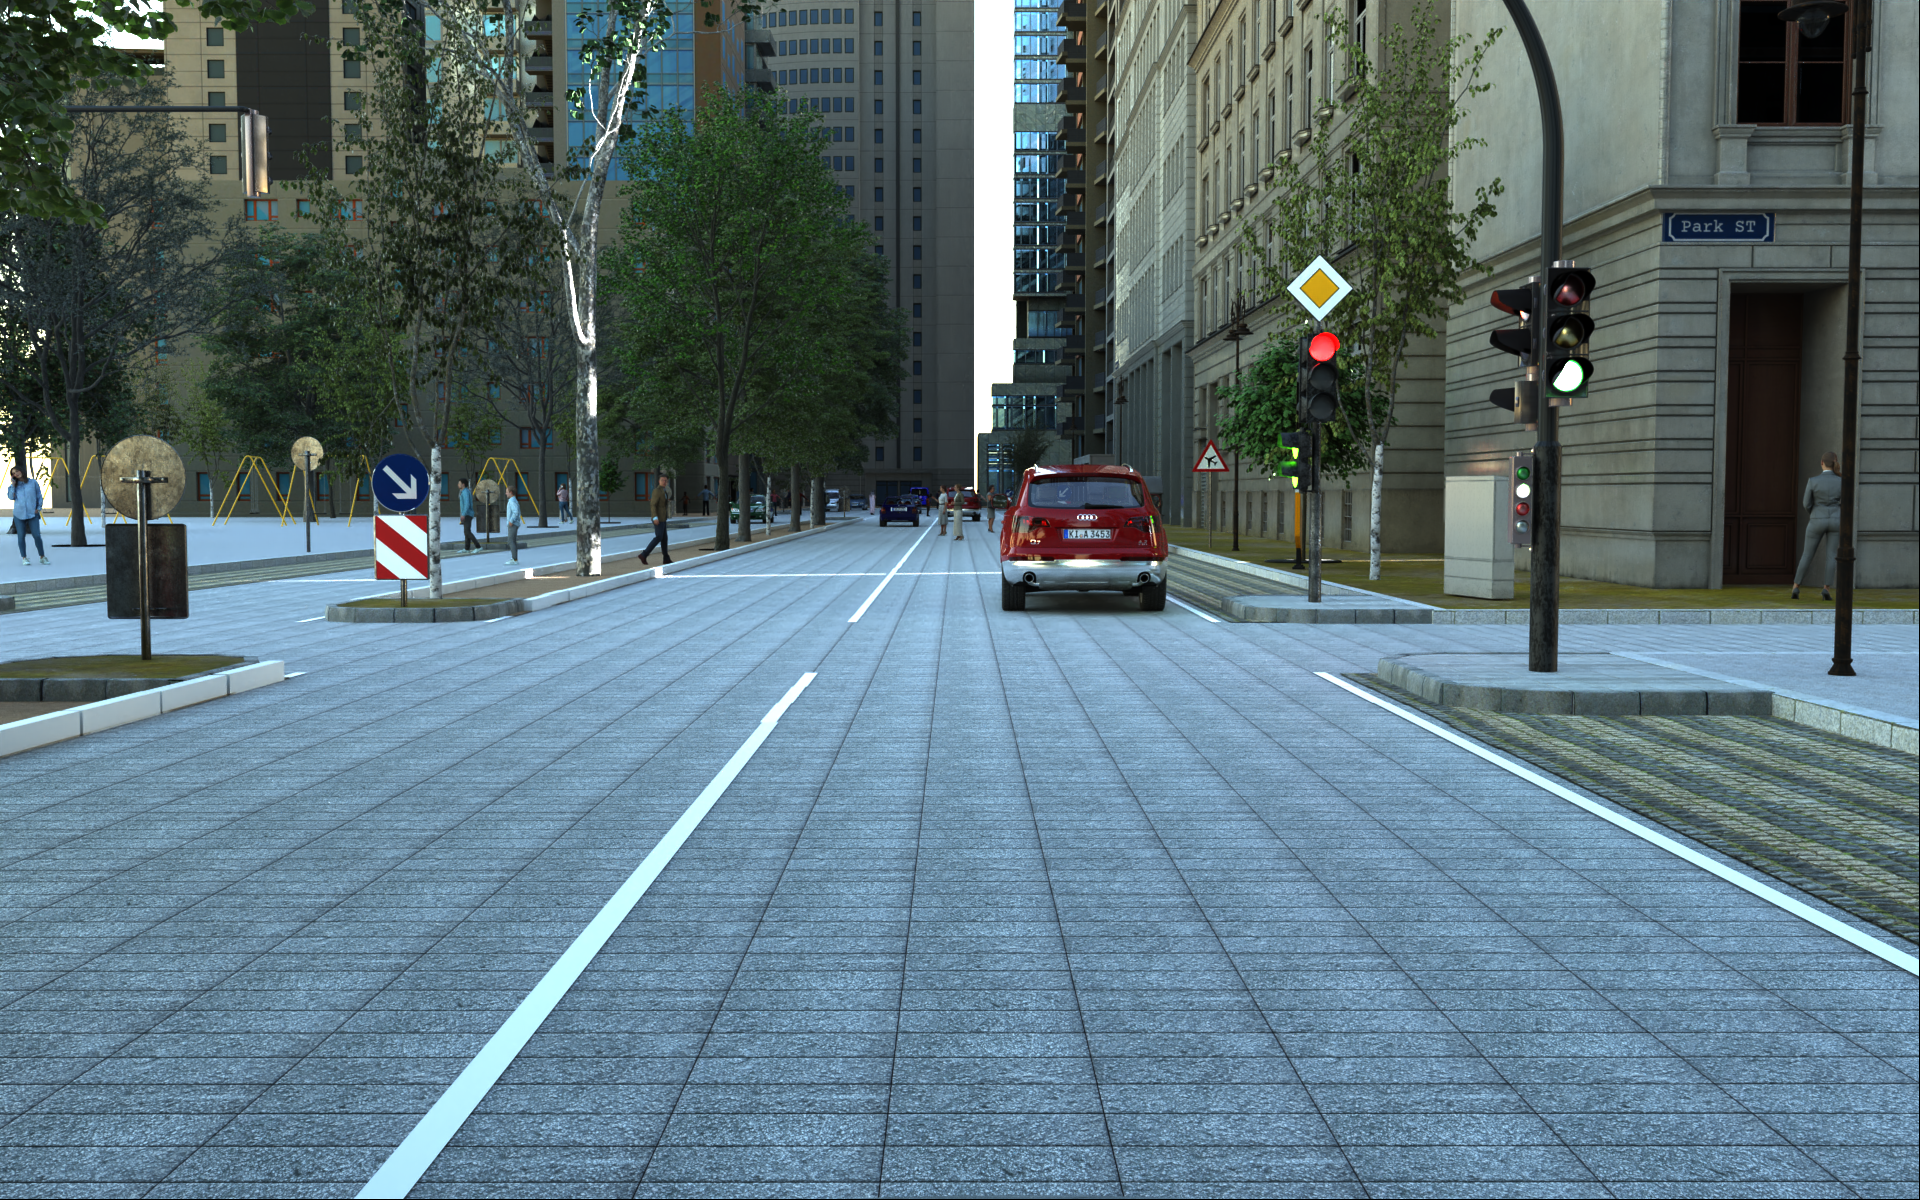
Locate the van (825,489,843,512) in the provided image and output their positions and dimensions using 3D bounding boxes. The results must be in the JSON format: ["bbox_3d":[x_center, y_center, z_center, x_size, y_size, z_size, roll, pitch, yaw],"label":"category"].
[{"bbox_3d":[-10.293,-8.102,139.472,2.013,2.044,4.112,0,4,1],"label":"van"}]

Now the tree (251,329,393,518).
[{"bbox_3d":[-33.722,-9.635,91.937,7.601,10.594,8.767,0,4,5],"label":"tree"}]

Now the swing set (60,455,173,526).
[{"bbox_3d":[-34.490,-4.502,71.227,2.862,2.851,3.119,1,4,12],"label":"swing set"}]

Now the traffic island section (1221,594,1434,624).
[{"bbox_3d":[4.235,0.104,20.572,2.009,0.180,2.903,0,3,0],"label":"traffic island section"}]

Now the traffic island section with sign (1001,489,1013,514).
[{"bbox_3d":[4.119,-6.980,122.752,1.989,1.847,2.006,0,3,0],"label":"traffic island section with sign"}]

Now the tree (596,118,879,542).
[{"bbox_3d":[-6.588,-8.042,52.069,7.486,12.596,7.792,0,3,0],"label":"tree"}]

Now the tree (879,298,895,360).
[{"bbox_3d":[-6.371,-8.888,65.897,7.486,12.596,7.792,0,3,0],"label":"tree"}]

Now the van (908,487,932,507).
[{"bbox_3d":[-3.760,-9.634,161.902,2.240,2.365,5.245,0,4,0],"label":"van"}]

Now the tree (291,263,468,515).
[{"bbox_3d":[-18.360,-6.336,53.961,4.737,8.622,4.395,0,3,0],"label":"tree"}]

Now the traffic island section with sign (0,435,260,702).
[{"bbox_3d":[-6.315,-0.286,12.814,2.006,1.907,1.989,0,3,0],"label":"traffic island section with sign"}]

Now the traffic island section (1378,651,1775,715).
[{"bbox_3d":[4.244,0.593,12.587,2.009,0.180,2.903,0,3,0],"label":"traffic island section"}]

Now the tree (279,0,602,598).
[{"bbox_3d":[-6.678,-4.231,22.000,4.360,8.622,3.978,0,3,0],"label":"tree"}]

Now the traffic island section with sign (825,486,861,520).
[{"bbox_3d":[-6.412,-5.335,95.359,2.006,1.907,1.989,0,3,0],"label":"traffic island section with sign"}]

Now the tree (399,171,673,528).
[{"bbox_3d":[-15.998,-9.515,65.939,12.009,13.543,11.850,0,3,0],"label":"tree"}]

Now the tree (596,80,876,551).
[{"bbox_3d":[-5.897,-7.039,43.308,9.928,11.665,9.643,0,3,0],"label":"tree"}]

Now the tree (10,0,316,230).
[{"bbox_3d":[-6.486,-5.317,7.516,7.486,12.596,7.792,0,3,0],"label":"tree"}]

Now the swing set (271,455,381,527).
[{"bbox_3d":[-25.297,-4.396,69.493,3.119,2.851,2.862,1,4,9],"label":"swing set"}]

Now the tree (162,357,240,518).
[{"bbox_3d":[-40.158,-8.693,92.493,4.737,8.622,4.395,0,3,0],"label":"tree"}]

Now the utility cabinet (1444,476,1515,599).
[{"bbox_3d":[6.414,-0.776,21.369,0.318,1.500,1.173,-1,4,-13],"label":"utility cabinet"}]

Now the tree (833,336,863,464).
[{"bbox_3d":[-6.176,-7.301,72.192,4.360,8.622,3.978,0,3,0],"label":"tree"}]

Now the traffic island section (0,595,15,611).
[{"bbox_3d":[-12.707,0.105,20.557,2.009,0.180,2.903,0,3,0],"label":"traffic island section"}]

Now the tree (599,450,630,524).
[{"bbox_3d":[-15.244,-4.966,75.788,1.663,3.219,1.824,0,3,0],"label":"tree"}]

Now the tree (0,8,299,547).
[{"bbox_3d":[-21.619,-8.036,41.757,12.009,13.543,11.850,0,3,0],"label":"tree"}]

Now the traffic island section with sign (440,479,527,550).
[{"bbox_3d":[-12.409,-2.234,45.161,1.989,1.847,2.006,0,3,0],"label":"traffic island section with sign"}]

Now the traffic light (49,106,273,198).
[{"bbox_3d":[-10.575,-2.801,20.460,4.771,5.953,1.251,0,3,0],"label":"traffic light"}]

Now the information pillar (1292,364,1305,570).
[{"bbox_3d":[5.766,-2.328,29.421,0.183,3.616,0.504,1,4,16],"label":"information pillar"}]

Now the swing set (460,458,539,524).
[{"bbox_3d":[-19.989,-4.777,75.722,2.862,2.851,3.119,0,4,3],"label":"swing set"}]

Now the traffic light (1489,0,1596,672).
[{"bbox_3d":[2.112,-2.303,12.330,4.771,5.953,1.251,0,3,0],"label":"traffic light"}]

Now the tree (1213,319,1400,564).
[{"bbox_3d":[6.501,-2.980,32.441,4.285,4.588,4.351,0,3,0],"label":"tree"}]

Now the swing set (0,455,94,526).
[{"bbox_3d":[-38.930,-4.611,73.012,2.862,2.851,3.119,1,4,10],"label":"swing set"}]

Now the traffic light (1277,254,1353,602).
[{"bbox_3d":[4.194,-1.929,20.458,0.839,4.253,0.868,0,3,0],"label":"traffic light"}]

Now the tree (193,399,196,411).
[{"bbox_3d":[-40.230,-8.322,86.420,4.360,8.622,3.978,0,3,0],"label":"tree"}]

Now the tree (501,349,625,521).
[{"bbox_3d":[-18.368,-8.082,82.501,4.737,8.622,4.395,0,3,0],"label":"tree"}]

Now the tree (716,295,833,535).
[{"bbox_3d":[-6.647,-6.552,59.947,4.360,8.622,3.978,0,3,0],"label":"tree"}]

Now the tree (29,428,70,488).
[{"bbox_3d":[-41.240,-7.775,77.482,4.737,8.622,4.395,0,3,0],"label":"tree"}]

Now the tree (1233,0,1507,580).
[{"bbox_3d":[6.204,-4.619,25.889,4.737,8.622,4.395,0,3,0],"label":"tree"}]

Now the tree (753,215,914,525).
[{"bbox_3d":[-6.535,-10.404,79.223,9.857,13.997,8.962,0,3,0],"label":"tree"}]

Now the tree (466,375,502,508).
[{"bbox_3d":[-25.190,-8.485,89.093,4.737,8.622,4.395,0,3,0],"label":"tree"}]

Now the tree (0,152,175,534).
[{"bbox_3d":[-30.468,-8.491,55.839,9.611,12.733,9.660,0,3,0],"label":"tree"}]

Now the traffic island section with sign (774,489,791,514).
[{"bbox_3d":[-12.494,-6.995,122.990,1.989,1.847,2.006,0,3,0],"label":"traffic island section with sign"}]

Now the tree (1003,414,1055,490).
[{"bbox_3d":[6.379,-12.578,156.014,4.360,8.622,3.978,0,3,0],"label":"tree"}]

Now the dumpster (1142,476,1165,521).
[{"bbox_3d":[3.949,-2.046,41.674,1.865,1.857,1.264,0,4,1],"label":"dumpster"}]

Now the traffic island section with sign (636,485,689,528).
[{"bbox_3d":[-12.448,-3.924,72.792,1.989,1.847,2.006,0,3,0],"label":"traffic island section with sign"}]

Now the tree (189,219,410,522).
[{"bbox_3d":[-30.005,-10.559,79.289,9.857,13.997,8.962,0,3,0],"label":"tree"}]

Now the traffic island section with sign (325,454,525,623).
[{"bbox_3d":[-6.314,-0.739,20.221,2.006,1.907,1.989,0,3,0],"label":"traffic island section with sign"}]

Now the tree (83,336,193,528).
[{"bbox_3d":[-32.381,-7.056,65.724,4.360,8.622,3.978,0,3,0],"label":"tree"}]

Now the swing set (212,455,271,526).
[{"bbox_3d":[-29.119,-4.514,71.419,2.862,2.851,3.119,-1,4,-14],"label":"swing set"}]

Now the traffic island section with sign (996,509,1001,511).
[{"bbox_3d":[4.089,-8.629,149.707,1.989,1.847,2.006,0,3,0],"label":"traffic island section with sign"}]

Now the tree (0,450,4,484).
[{"bbox_3d":[-58.699,-7.768,89.905,20.602,7.101,11.467,0,4,-4],"label":"tree"}]

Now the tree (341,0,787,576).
[{"bbox_3d":[-7.670,-10.520,30.351,12.611,20.169,13.585,0,3,0],"label":"tree"}]

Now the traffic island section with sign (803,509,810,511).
[{"bbox_3d":[-12.538,-8.670,150.384,1.989,1.847,2.006,0,3,0],"label":"traffic island section with sign"}]
